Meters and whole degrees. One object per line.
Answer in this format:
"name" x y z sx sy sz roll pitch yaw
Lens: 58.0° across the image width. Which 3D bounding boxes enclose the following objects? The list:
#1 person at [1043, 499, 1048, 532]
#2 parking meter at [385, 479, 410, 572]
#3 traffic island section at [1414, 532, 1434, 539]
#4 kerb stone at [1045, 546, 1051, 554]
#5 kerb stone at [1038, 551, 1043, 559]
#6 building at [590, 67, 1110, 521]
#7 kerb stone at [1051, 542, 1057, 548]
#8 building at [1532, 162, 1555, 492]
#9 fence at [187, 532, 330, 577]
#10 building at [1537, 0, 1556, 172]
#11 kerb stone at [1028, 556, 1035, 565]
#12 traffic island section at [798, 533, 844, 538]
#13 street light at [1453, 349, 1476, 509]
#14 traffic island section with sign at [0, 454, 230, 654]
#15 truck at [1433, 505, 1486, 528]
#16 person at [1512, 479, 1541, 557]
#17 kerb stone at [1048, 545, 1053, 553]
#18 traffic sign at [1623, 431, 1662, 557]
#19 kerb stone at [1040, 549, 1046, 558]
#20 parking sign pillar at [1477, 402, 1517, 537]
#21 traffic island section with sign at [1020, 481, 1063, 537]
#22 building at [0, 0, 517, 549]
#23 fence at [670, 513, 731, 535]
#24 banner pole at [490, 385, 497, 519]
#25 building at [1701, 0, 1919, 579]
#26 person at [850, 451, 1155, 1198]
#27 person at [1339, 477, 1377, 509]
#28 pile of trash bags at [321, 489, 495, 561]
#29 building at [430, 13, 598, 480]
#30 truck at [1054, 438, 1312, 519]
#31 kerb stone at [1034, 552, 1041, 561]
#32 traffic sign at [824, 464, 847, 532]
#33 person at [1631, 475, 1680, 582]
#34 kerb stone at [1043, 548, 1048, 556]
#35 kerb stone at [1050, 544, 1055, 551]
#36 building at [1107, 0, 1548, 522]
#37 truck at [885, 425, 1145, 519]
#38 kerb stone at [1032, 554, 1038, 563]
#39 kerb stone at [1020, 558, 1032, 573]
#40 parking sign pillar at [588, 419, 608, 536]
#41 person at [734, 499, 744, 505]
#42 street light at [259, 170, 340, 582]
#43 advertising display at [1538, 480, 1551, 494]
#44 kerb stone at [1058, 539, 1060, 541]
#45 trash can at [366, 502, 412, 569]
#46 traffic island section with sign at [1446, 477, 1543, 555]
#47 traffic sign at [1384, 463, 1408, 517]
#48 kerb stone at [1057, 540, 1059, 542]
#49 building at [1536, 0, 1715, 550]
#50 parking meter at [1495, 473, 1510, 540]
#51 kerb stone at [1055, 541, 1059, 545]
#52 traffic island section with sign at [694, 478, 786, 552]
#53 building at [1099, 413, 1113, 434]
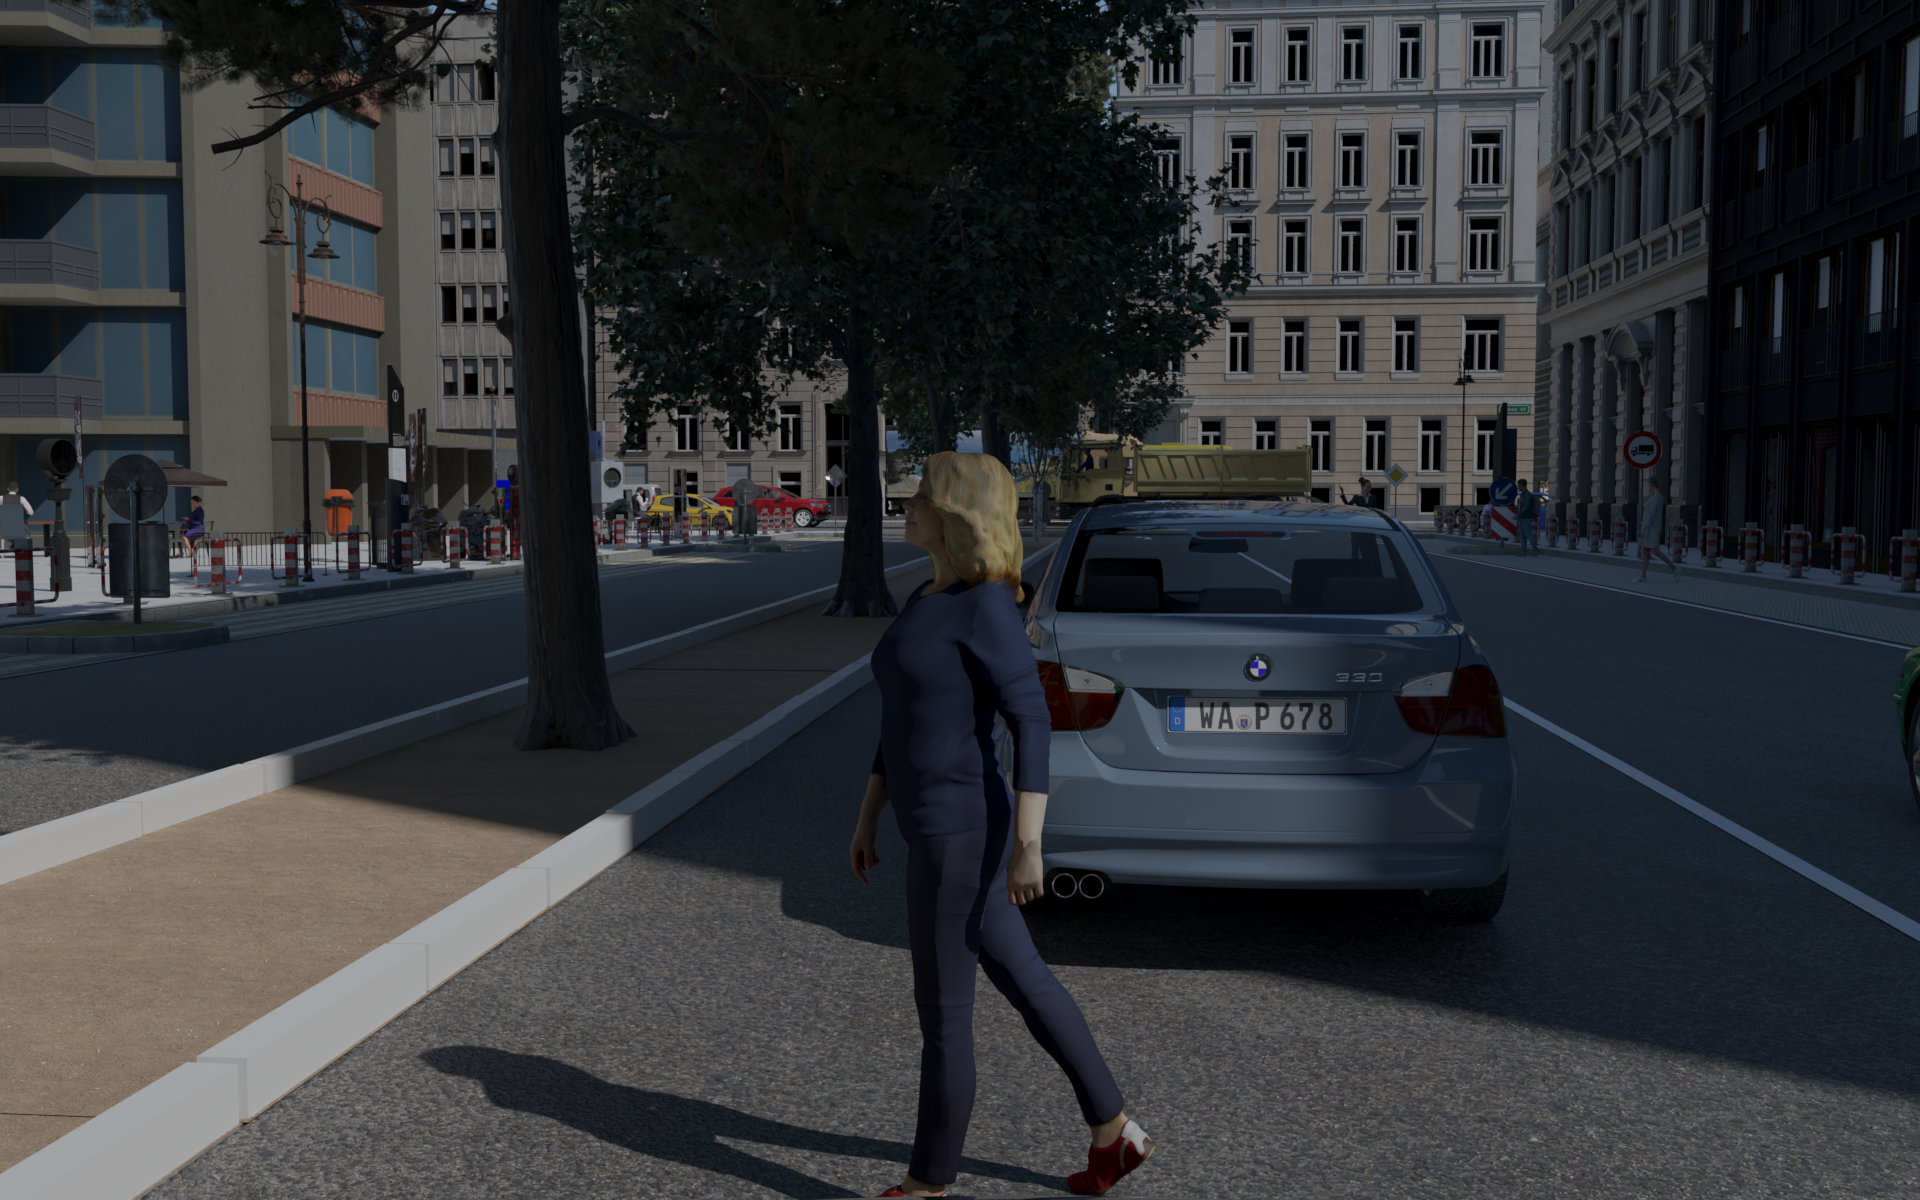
"person" 3.189 -3.475 65.864 0.362 1.759 0.519 0 4 0
"parking meter" -9.255 -1.230 28.525 0.372 1.533 0.369 0 3 0
"traffic island section" 14.231 -2.097 56.570 2.009 0.180 2.903 0 4 6
"kerb stone" 1.963 -1.102 40.217 0.120 0.150 1.000 0 4 6
"kerb stone" 1.640 -0.914 37.138 0.120 0.150 1.000 0 4 6
"building" -5.109 -17.782 87.993 25.104 27.353 12.463 0 4 6
"kerb stone" 2.269 -1.288 43.289 0.120 0.150 1.000 0 4 6
"building" 39.858 -14.829 84.258 24.055 21.916 13.314 0 4 6
"fence" -10.964 -0.716 27.089 2.069 0.683 0.278 -1 4 -13
"building" 71.450 -40.186 199.048 28.212 58.520 21.231 0 4 6
"kerb stone" 1.334 -0.726 34.058 0.120 0.150 1.000 0 4 6
"traffic island section" -4.218 -2.210 58.418 2.009 0.180 2.903 0 4 6
"street light" 16.105 -5.055 55.435 0.468 5.910 1.993 0 4 6
"traffic island section with sign" -8.108 -0.474 16.374 1.989 1.847 2.006 0 4 6
"truck" 29.263 -4.976 71.111 18.799 4.110 2.967 0 4 7
"person" 12.781 -1.854 39.163 0.721 1.781 0.623 0 4 0
"kerb stone" 2.065 -1.165 41.237 0.120 0.150 1.000 0 4 6
"traffic sign" 13.758 -2.134 34.993 0.768 2.556 0.104 0 4 7
"kerb stone" 1.748 -0.977 38.165 0.120 0.150 1.000 0 4 6
"parking sign pillar" 16.211 -3.862 51.617 1.447 3.967 1.447 0 4 6
"traffic island section with sign" 2.692 -3.047 57.963 2.006 1.907 1.989 0 4 6
"building" -29.006 -24.023 47.408 28.867 44.769 22.147 0 4 6
"fence" -8.185 -2.384 54.350 2.069 0.683 0.278 -2 4 -32
"banner pole" -10.810 -3.073 40.266 0.401 3.779 0.863 -1 4 -8
"building" 20.610 -12.042 26.570 12.332 23.373 15.834 0 4 6
"person" 0.066 0.467 3.409 0.613 1.512 0.480 -2 4 -33
"person" 6.836 -1.243 29.631 0.742 1.727 0.445 -3 4 -36
"pile of trash bags" -10.666 -1.474 33.859 3.447 1.369 1.912 -1 4 -13
"building" -27.497 -16.665 90.494 19.932 24.808 12.078 0 4 6
"truck" 7.436 -4.021 61.662 9.791 3.379 3.469 0 4 5
"kerb stone" 1.549 -0.851 36.113 0.120 0.150 1.000 0 4 6
"traffic sign" -4.194 -3.346 58.354 0.795 2.450 0.064 0 4 6
"person" 11.235 -1.144 27.959 0.760 1.731 0.466 0 4 -5
"kerb stone" 1.850 -1.039 39.186 0.120 0.150 1.000 0 4 6
"kerb stone" 2.168 -1.227 42.264 0.120 0.150 1.000 0 4 6
"building" 17.433 -18.363 86.141 20.117 28.700 13.634 0 4 6
"truck" 2.661 -5.028 71.114 11.283 4.237 2.839 0 4 7
"kerb stone" 1.443 -0.786 35.082 0.120 0.150 1.000 0 4 6
"kerb stone" 1.235 -0.663 33.038 0.120 0.150 1.000 0 4 6
"parking sign pillar" -11.399 -3.984 53.617 1.447 3.967 1.447 0 4 -2
"person" -8.348 -3.475 65.504 0.419 1.800 0.721 0 4 -5
"street light" -9.541 -3.204 25.179 0.468 5.910 1.993 0 4 6
"advertising display" 26.712 -4.500 78.796 0.974 1.923 0.123 -1 4 -22
"kerb stone" 2.576 -1.478 46.359 0.120 0.150 1.000 0 4 6
"trash can" -9.794 -1.107 29.746 0.748 1.137 0.748 0 3 0
"traffic island section with sign" 12.710 -2.003 41.374 1.989 1.847 2.006 0 4 6
"traffic sign" 14.206 -3.233 56.495 0.795 2.450 0.064 0 4 6
"kerb stone" 2.466 -1.415 45.332 0.120 0.150 1.000 0 4 6
"building" 22.340 -13.178 44.337 11.050 23.489 19.941 0 4 6
"parking meter" 15.144 -2.613 48.426 0.399 1.863 0.255 1 4 13
"kerb stone" 2.374 -1.353 44.311 0.120 0.150 1.000 0 4 6
"traffic island section with sign" -5.421 -2.114 43.196 1.989 1.847 2.006 0 4 6
"building" 16.592 -25.030 254.284 28.899 21.520 27.650 0 4 6
